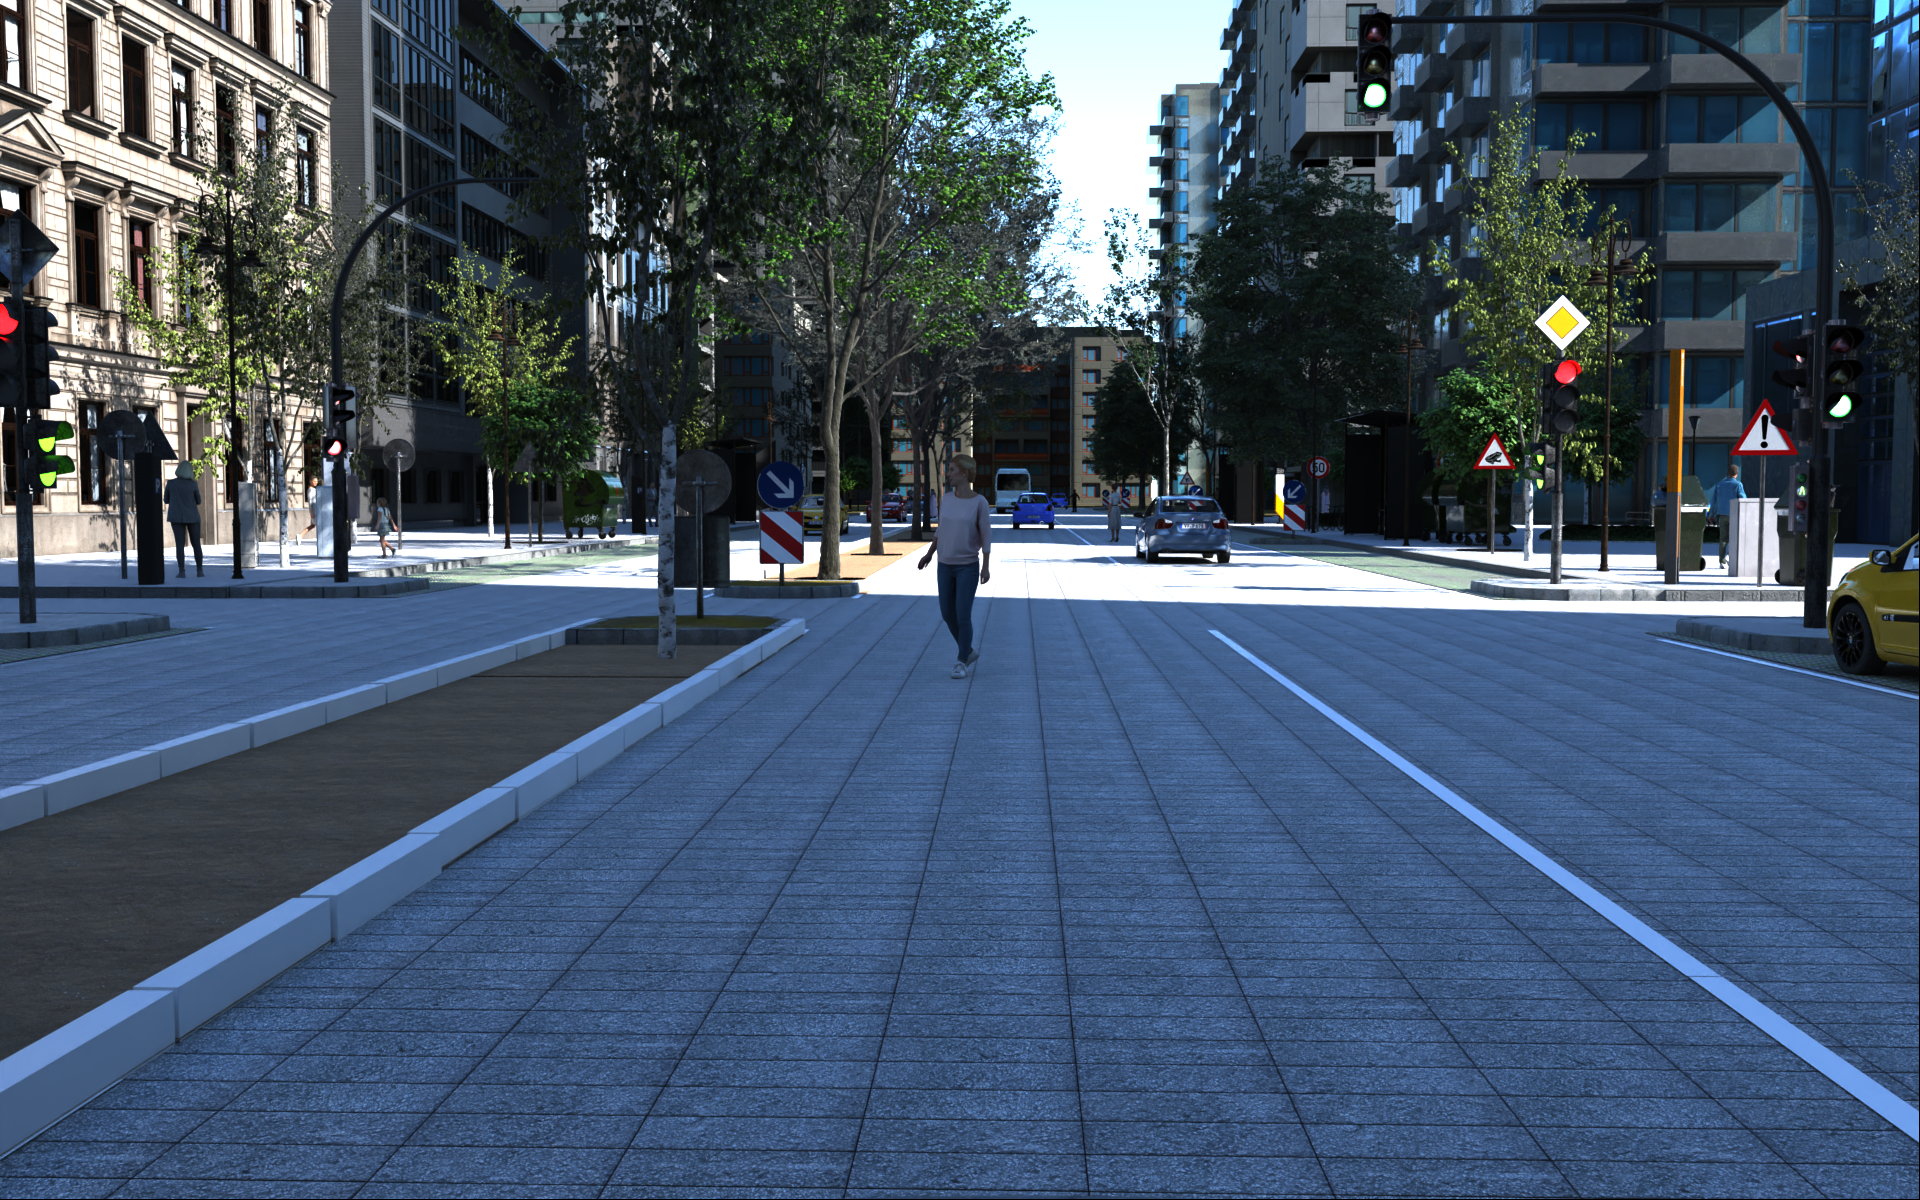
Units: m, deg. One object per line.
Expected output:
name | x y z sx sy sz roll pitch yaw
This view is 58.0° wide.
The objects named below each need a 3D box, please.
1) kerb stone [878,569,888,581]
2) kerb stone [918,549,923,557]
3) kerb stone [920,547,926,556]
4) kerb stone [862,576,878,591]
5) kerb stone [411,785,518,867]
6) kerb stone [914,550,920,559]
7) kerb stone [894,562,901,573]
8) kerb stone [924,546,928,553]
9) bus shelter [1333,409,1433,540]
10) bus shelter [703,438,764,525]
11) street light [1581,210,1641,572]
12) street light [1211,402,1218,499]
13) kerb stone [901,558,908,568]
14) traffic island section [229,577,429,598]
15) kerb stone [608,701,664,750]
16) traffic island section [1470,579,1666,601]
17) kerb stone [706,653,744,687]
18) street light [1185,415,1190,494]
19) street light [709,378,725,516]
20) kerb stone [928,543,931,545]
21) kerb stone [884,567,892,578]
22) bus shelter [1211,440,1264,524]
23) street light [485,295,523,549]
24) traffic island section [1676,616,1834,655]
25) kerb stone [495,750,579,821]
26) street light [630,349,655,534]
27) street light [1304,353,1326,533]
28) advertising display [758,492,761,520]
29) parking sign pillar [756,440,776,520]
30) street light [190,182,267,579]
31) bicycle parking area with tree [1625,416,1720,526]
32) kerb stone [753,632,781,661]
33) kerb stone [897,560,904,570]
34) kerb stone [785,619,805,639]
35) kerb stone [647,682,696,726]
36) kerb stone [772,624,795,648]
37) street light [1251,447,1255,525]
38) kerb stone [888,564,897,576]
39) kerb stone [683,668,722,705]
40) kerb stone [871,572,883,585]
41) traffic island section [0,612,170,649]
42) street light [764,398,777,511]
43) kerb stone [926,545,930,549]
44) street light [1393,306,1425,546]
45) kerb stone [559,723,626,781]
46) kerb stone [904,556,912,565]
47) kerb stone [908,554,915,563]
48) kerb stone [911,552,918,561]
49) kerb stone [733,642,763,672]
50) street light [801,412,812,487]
kerb stone | -1.310 -0.360 28.075 0.120 0.150 1.000 0 4 2
kerb stone | -0.968 -0.986 38.322 0.120 0.150 1.000 0 4 2
kerb stone | -0.926 -1.049 39.349 0.120 0.150 1.000 0 4 2
kerb stone | -1.376 -0.225 26.023 0.120 0.150 1.000 0 4 2
kerb stone | -2.021 0.926 7.071 0.120 0.150 1.000 0 4 2
kerb stone | -0.999 -0.923 37.288 0.120 0.150 1.000 0 4 2
kerb stone | -1.201 -0.547 31.140 0.120 0.150 1.000 0 4 2
kerb stone | -0.894 -1.110 40.371 0.120 0.150 1.000 0 4 2
bus shelter | 12.434 -3.663 51.168 1.731 3.624 6.357 0 4 2
bus shelter | -9.822 -5.147 75.432 1.731 3.624 6.357 0 4 2
street light | 10.682 -3.411 28.558 0.468 5.910 1.993 0 4 2
street light | 12.525 -6.878 85.241 0.468 5.910 1.993 0 4 2
kerb stone | -1.135 -0.672 33.189 0.120 0.150 1.000 0 4 2
traffic island section | -9.033 -0.181 25.239 2.009 0.180 2.903 0 4 2
kerb stone | -1.912 0.742 10.146 0.120 0.150 1.000 0 4 2
traffic island section | 8.498 -0.145 24.647 2.009 0.180 2.903 0 4 2
kerb stone | -1.807 0.549 13.222 0.120 0.150 1.000 0 4 2
street light | 13.025 -7.733 99.220 0.468 5.910 1.993 0 4 2
street light | -9.651 -5.877 68.869 0.468 5.910 1.993 0 4 2
kerb stone | -0.819 -1.237 42.414 0.120 0.150 1.000 0 4 2
kerb stone | -1.277 -0.422 29.097 0.120 0.150 1.000 0 4 2
bus shelter | 12.458 -5.289 77.765 1.731 3.624 6.357 0 4 2
street light | -10.609 -4.139 40.455 0.468 5.910 1.993 0 4 2
traffic island section | 8.230 0.343 16.667 2.009 0.180 2.903 0 4 2
kerb stone | -1.978 0.863 8.092 0.120 0.150 1.000 0 4 2
street light | -10.036 -5.021 54.886 0.468 5.910 1.993 0 4 2
street light | 11.622 -5.137 56.780 0.468 5.910 1.993 0 4 2
advertising display | -9.757 -4.839 84.335 0.123 1.923 0.974 -1 4 -10
parking sign pillar | -9.874 -5.998 86.535 1.447 3.967 1.447 -2 4 -27
street light | -10.963 -3.261 26.111 0.468 5.910 1.993 0 4 2
bicycle parking area with tree | 29.499 -4.702 63.879 8.231 4.147 9.016 0 4 5
kerb stone | -1.730 0.423 15.276 0.120 0.150 1.000 0 4 2
kerb stone | -1.173 -0.602 32.168 0.120 0.150 1.000 0 4 2
kerb stone | -1.670 0.298 17.325 0.120 0.150 1.000 0 4 2
kerb stone | -1.870 0.675 11.166 0.120 0.150 1.000 0 4 2
kerb stone | -1.703 0.366 16.304 0.120 0.150 1.000 0 4 2
street light | 12.077 -6.023 71.261 0.468 5.910 1.993 0 4 2
kerb stone | -1.241 -0.479 30.119 0.120 0.150 1.000 0 4 2
kerb stone | -1.839 0.619 12.191 0.120 0.150 1.000 0 4 2
kerb stone | -1.346 -0.297 27.053 0.120 0.150 1.000 0 4 2
traffic island section | -9.301 0.307 17.259 2.009 0.180 2.903 0 4 2
street light | -9.088 -6.754 83.213 0.468 5.910 1.993 0 4 2
kerb stone | -0.857 -1.174 41.392 0.120 0.150 1.000 0 4 2
street light | 11.074 -4.282 42.803 0.468 5.910 1.993 0 4 2
kerb stone | -1.943 0.801 9.115 0.120 0.150 1.000 0 4 2
kerb stone | -1.097 -0.731 34.211 0.120 0.150 1.000 0 4 2
kerb stone | -1.066 -0.797 35.234 0.120 0.150 1.000 0 4 2
kerb stone | -1.030 -0.857 36.266 0.120 0.150 1.000 0 4 2
kerb stone | -1.773 0.486 14.255 0.120 0.150 1.000 0 4 2
street light | -8.643 -7.636 97.641 0.468 5.910 1.993 0 4 2
